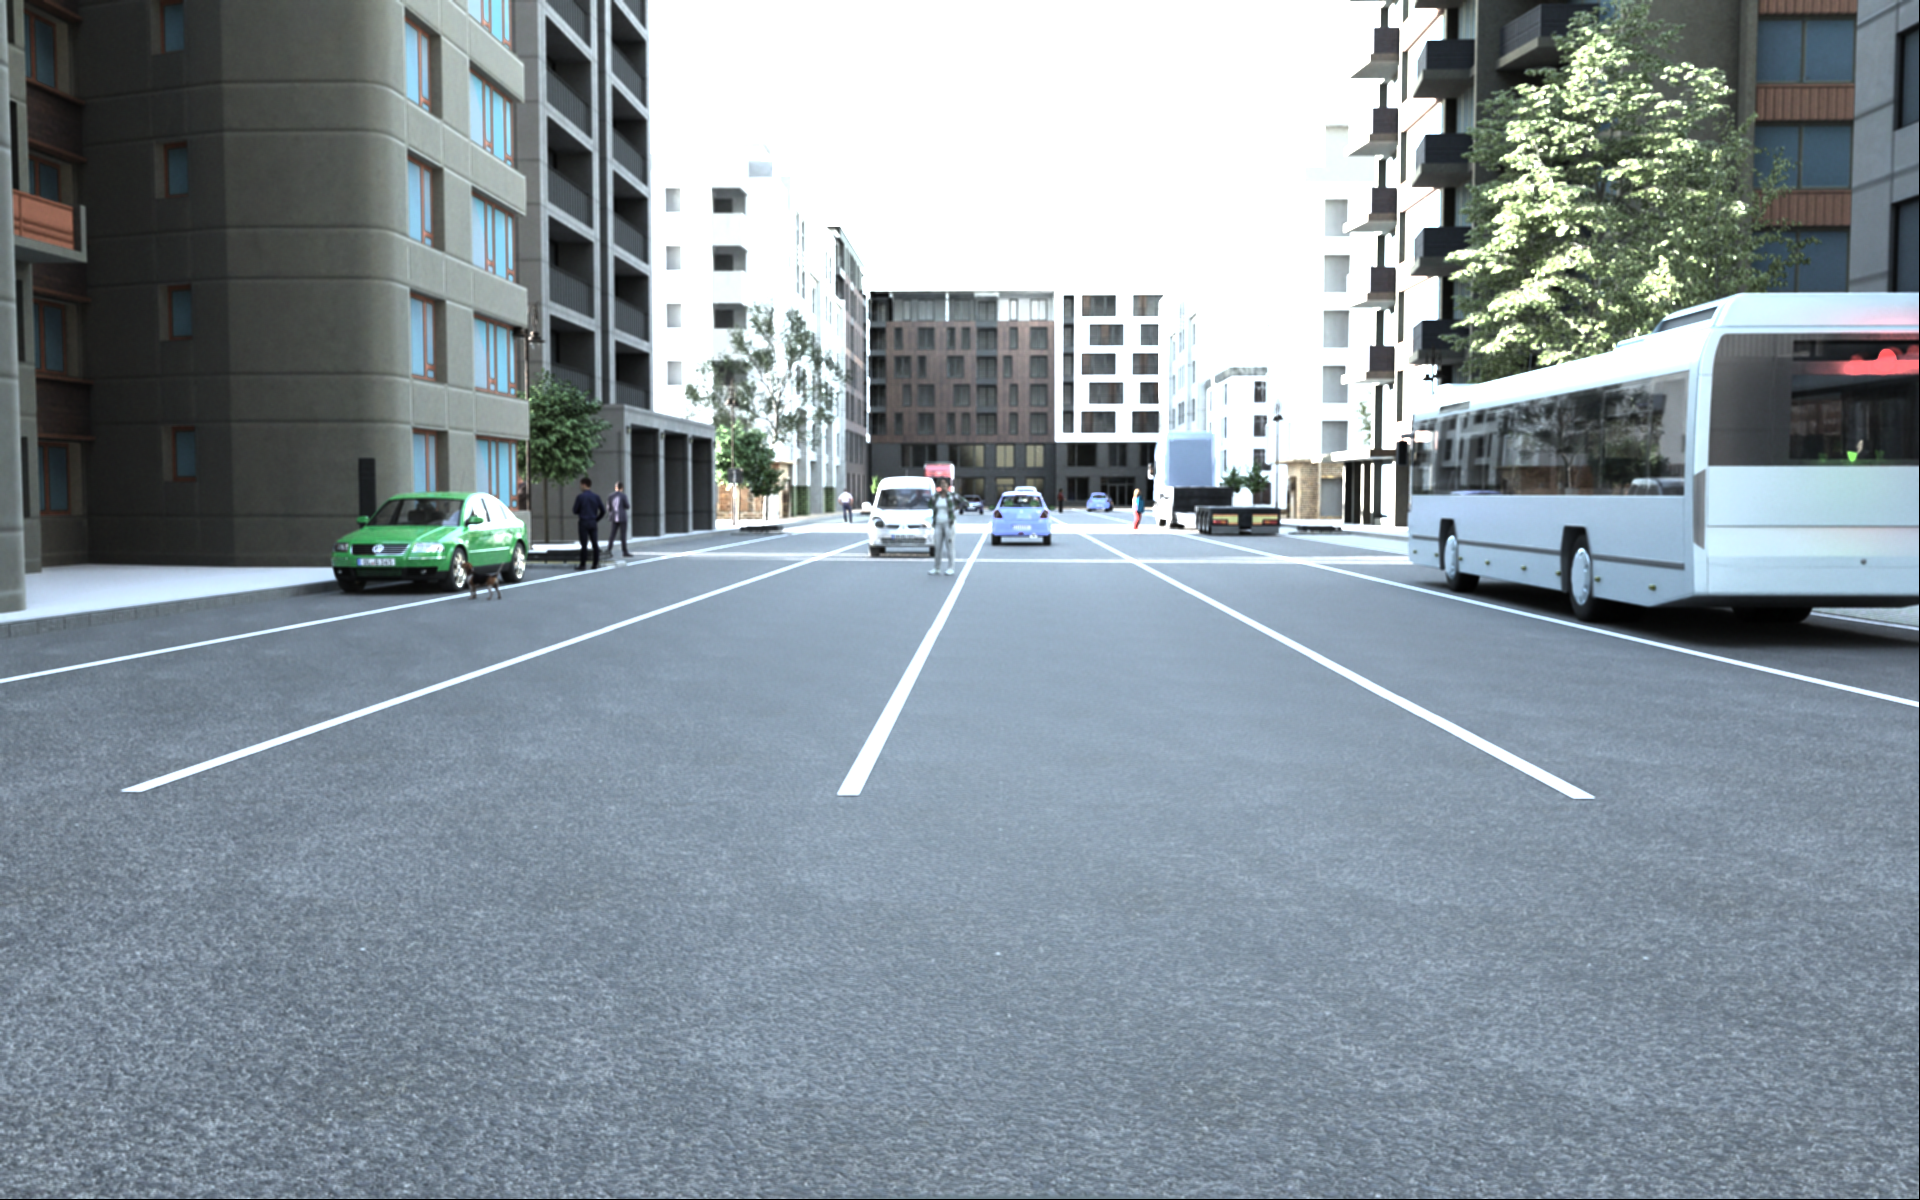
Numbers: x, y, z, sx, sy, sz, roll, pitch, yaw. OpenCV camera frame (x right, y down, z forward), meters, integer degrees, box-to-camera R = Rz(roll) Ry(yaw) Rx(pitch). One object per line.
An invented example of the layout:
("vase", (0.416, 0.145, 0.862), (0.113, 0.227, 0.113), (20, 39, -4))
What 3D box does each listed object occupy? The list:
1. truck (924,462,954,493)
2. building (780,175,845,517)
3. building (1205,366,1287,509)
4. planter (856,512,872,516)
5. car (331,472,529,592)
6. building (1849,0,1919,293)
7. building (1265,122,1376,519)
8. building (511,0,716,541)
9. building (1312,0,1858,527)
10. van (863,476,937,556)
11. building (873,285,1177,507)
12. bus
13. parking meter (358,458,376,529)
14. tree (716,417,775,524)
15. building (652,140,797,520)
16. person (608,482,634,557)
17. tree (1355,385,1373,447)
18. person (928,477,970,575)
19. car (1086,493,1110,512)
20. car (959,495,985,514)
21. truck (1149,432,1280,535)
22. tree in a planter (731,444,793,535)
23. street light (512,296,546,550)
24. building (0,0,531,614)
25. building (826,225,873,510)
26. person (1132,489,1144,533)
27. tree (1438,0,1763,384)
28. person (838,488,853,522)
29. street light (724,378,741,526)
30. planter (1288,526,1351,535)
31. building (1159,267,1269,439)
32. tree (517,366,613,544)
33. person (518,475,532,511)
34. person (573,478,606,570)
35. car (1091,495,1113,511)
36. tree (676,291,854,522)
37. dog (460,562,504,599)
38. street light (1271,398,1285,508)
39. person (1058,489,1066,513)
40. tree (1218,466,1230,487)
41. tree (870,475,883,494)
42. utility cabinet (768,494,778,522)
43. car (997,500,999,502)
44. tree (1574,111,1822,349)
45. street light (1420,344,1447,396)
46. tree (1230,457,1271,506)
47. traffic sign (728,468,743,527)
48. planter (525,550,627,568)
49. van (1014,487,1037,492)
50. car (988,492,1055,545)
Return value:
("truck", (-1.859, -10.024, 152.806), (2.839, 4.237, 11.283), (0, 4, 1))
("building", (-17.284, -15.041, 112.374), (16.747, 18.905, 31.486), (0, 4, 2))
("building", (22.288, -10.515, 114.066), (9.099, 9.664, 28.070), (0, 4, 2))
("planter", (-5.640, -5.526, 111.492), (1.991, 0.319, 1.994), (0, 4, 2))
("car", (-8.083, -1.095, 26.700), (1.959, 1.807, 4.718), (0, 4, 3))
("building", (25.014, -35.405, 17.127), (20.611, 71.187, 20.563), (0, 4, 2))
("building", (25.003, -14.530, 93.979), (16.016, 20.091, 11.380), (0, 4, 2))
("building", (-19.049, -37.762, 55.666), (20.563, 71.187, 20.611), (0, 4, 2))
("building", (26.238, -24.949, 62.543), (22.147, 44.769, 28.867), (0, 4, 2))
("van", (-1.265, -2.089, 41.175), (2.013, 2.044, 4.112), (0, 4, 0))
("building", (7.591, -20.783, 183.777), (32.646, 21.610, 27.936), (0, 4, 2))
("bus", (8.309, -1.689, 22.482), (2.948, 3.499, 13.247), (0, 4, 2))
("parking meter", (-9.694, -1.385, 28.358), (0.255, 1.863, 0.399), (-1, 4, -20))
("tree", (-9.419, -5.491, 73.496), (4.285, 4.588, 4.351), (0, 3, 0))
("building", (-17.010, -14.342, 90.905), (16.016, 20.091, 11.380), (0, 4, 2))
("person", (-7.745, -1.832, 39.368), (0.541, 1.710, 0.530), (2, 4, 30))
("tree", (20.348, -8.012, 81.355), (4.737, 8.622, 4.395), (0, 3, 0))
("person", (-0.263, -1.328, 30.934), (0.841, 1.734, 0.376), (2, 4, 32))
("car", (11.219, -8.016, 140.656), (1.945, 1.707, 3.694), (0, 4, 1))
("car", (0.810, -6.813, 123.974), (1.945, 1.354, 3.894), (0, 4, 1))
("truck", (9.867, -4.844, 68.965), (2.967, 4.110, 18.799), (0, 4, 0))
("tree in a planter", (-6.979, -3.914, 61.209), (1.991, 3.239, 1.994), (0, 4, 2))
("street light", (-9.862, -4.082, 39.535), (0.468, 5.910, 1.993), (0, 4, 2))
("building", (-23.938, -10.983, 24.607), (27.650, 21.520, 28.899), (0, 4, 2))
("building", (-24.978, -18.495, 146.372), (32.646, 21.610, 27.936), (0, 4, 2))
("person", (6.566, -3.274, 63.732), (0.593, 1.614, 0.444), (-2, 4, -30))
("tree", (14.765, -7.479, 40.414), (7.486, 12.596, 7.792), (0, 3, 0))
("person", (-5.690, -4.731, 86.794), (0.756, 1.711, 0.436), (1, 4, 17))
("street light", (-9.089, -5.905, 69.330), (0.468, 5.910, 1.993), (0, 4, 2))
("planter", (12.641, -2.449, 61.184), (1.991, 0.319, 1.994), (0, 4, 2))
("building", (26.320, -16.949, 143.574), (16.747, 18.905, 31.486), (0, 4, 2))
("tree", (-10.657, -3.741, 44.874), (4.285, 4.588, 4.351), (0, 3, 0))
("person", (-10.624, -2.144, 41.788), (0.565, 1.739, 0.600), (2, 4, 30))
("person", (-7.086, -1.446, 32.855), (0.504, 1.737, 0.576), (3, 4, 37))
("car", (12.360, -8.457, 150.849), (1.945, 1.354, 3.894), (0, 4, 0))
("tree", (-9.105, -8.926, 80.346), (8.767, 10.594, 7.601), (0, 4, -1))
("dog", (-6.519, -0.265, 23.629), (0.540, 0.507, 0.406), (-2, 4, -24))
("street light", (15.218, -6.747, 83.093), (0.468, 5.910, 1.993), (0, 4, 2))
("person", (7.747, -7.579, 132.380), (0.705, 1.831, 1.348), (-1, 4, -22))
("tree", (15.852, -6.479, 100.530), (1.663, 3.219, 1.824), (0, 3, 0))
("tree", (-7.869, -10.260, 162.346), (1.663, 3.219, 1.824), (0, 3, 0))
("utility cabinet", (-8.390, -4.225, 77.762), (0.318, 1.500, 1.173), (0, 4, 1))
("car", (3.400, -6.134, 112.298), (2.014, 1.417, 4.499), (0, 4, 2))
("tree", (13.964, -5.049, 32.920), (4.737, 8.622, 4.395), (0, 3, 0))
("street light", (14.554, -4.931, 53.416), (0.468, 5.910, 1.993), (0, 4, 2))
("tree", (15.652, -5.921, 91.405), (1.663, 3.219, 1.824), (0, 3, 0))
("traffic sign", (-8.847, -4.041, 68.193), (0.606, 2.300, 0.079), (0, 4, 4))
("planter", (-7.704, -0.809, 34.364), (1.991, 0.319, 1.994), (0, 4, 2))
("van", (3.939, -5.957, 104.404), (2.013, 2.044, 4.112), (0, 4, 2))
("car", (1.772, -2.456, 49.744), (1.945, 1.707, 3.694), (0, 4, 2))
